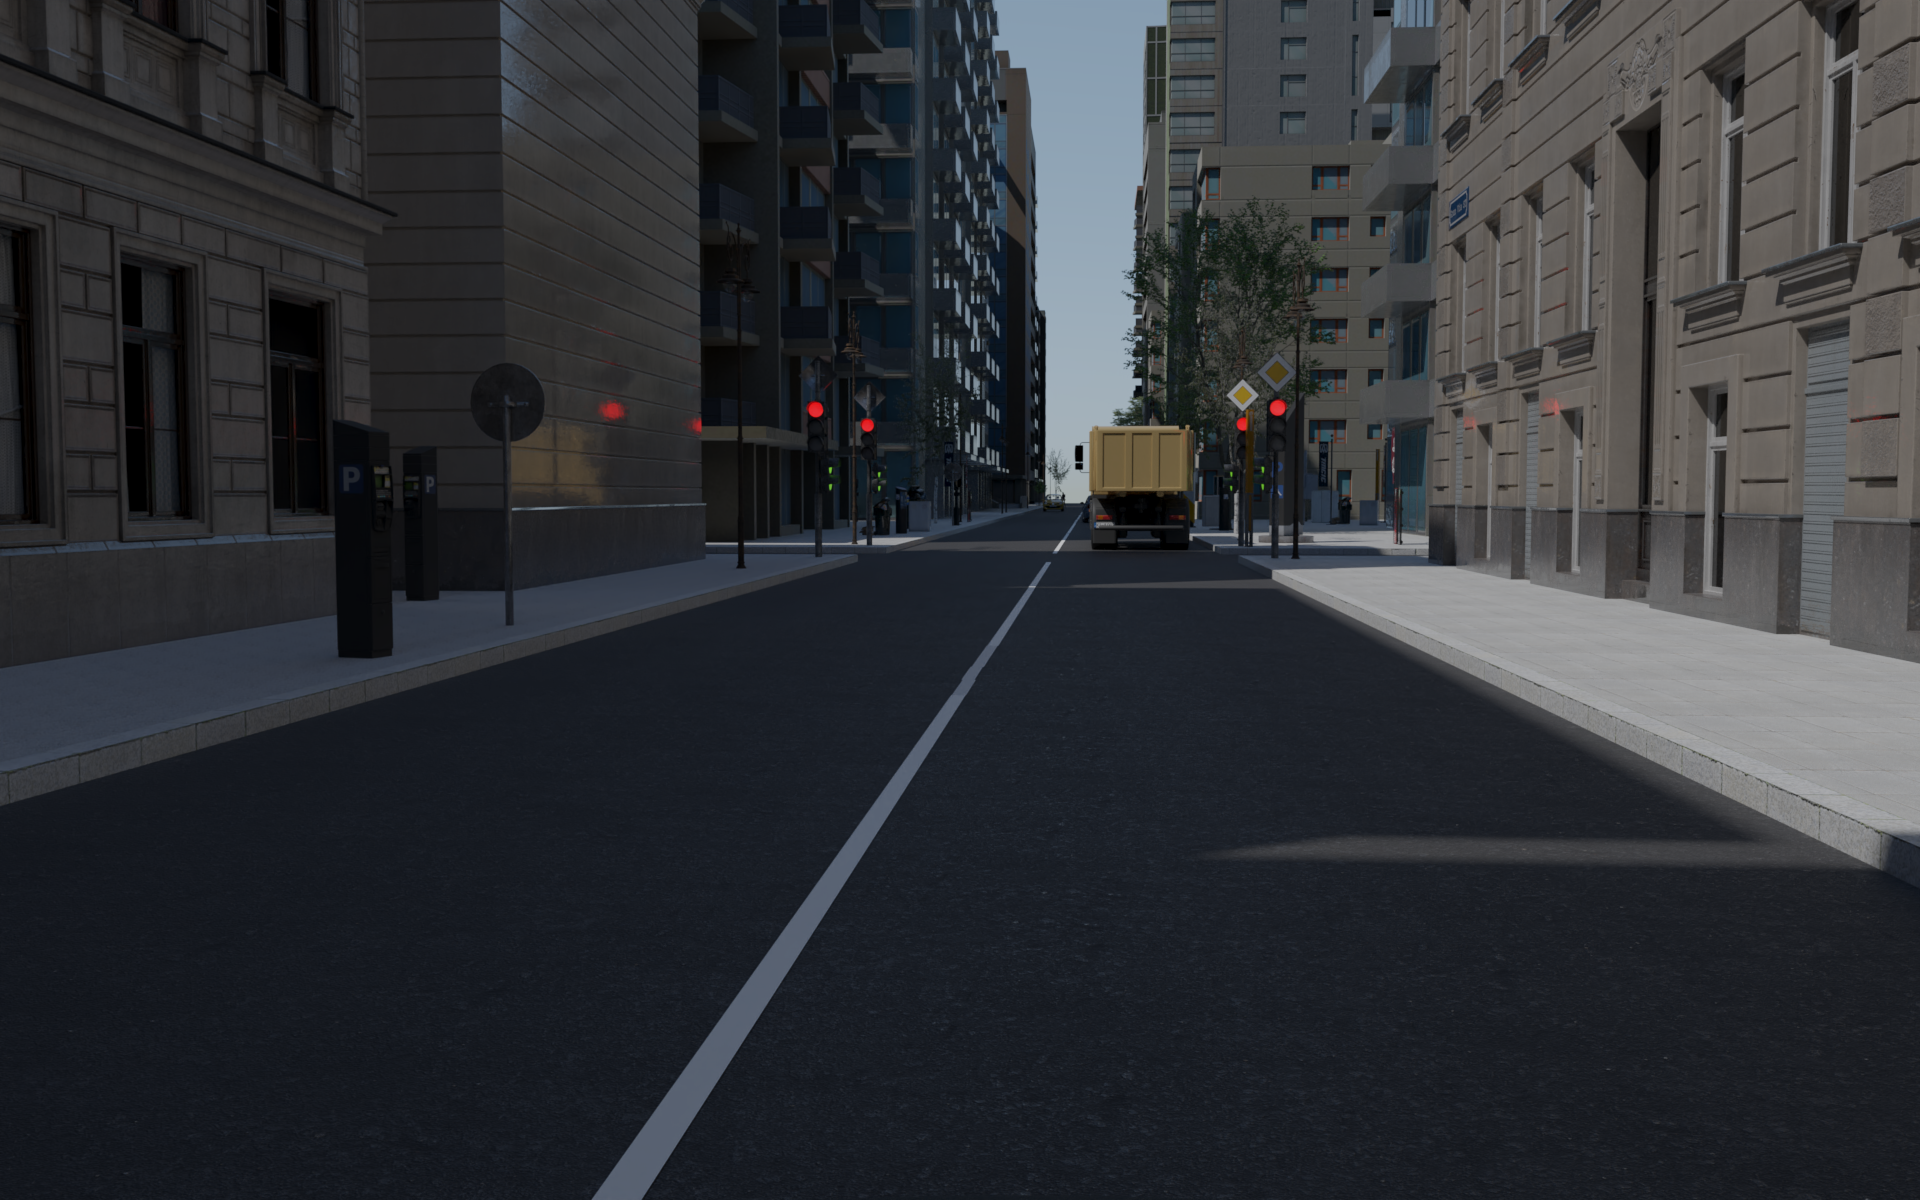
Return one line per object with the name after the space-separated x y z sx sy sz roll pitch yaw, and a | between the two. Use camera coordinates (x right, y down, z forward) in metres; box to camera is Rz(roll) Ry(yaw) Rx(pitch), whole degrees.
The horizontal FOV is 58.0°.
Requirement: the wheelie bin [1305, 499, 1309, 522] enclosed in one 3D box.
15.882 -4.462 80.862 0.693 1.594 0.980 -2 4 -31 | wheelie bin

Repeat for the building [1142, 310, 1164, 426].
32.880 -20.273 176.503 27.650 21.520 28.899 0 4 4 | building

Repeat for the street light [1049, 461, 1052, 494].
12.438 -16.251 238.485 0.468 5.910 1.993 0 4 4 | street light

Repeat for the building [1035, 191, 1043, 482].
-0.610 -37.920 239.602 23.786 49.044 30.456 0 4 4 | building

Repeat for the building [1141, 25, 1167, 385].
36.061 -50.510 264.082 20.563 71.187 20.611 0 4 4 | building

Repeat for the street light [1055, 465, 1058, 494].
15.234 -18.367 273.088 0.468 5.910 1.993 0 4 4 | street light

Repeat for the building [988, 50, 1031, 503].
0.192 -32.396 179.792 14.600 45.320 14.200 0 4 4 | building

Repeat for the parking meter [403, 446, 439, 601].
-6.493 -0.926 20.858 0.255 1.863 0.399 1 4 17 | parking meter

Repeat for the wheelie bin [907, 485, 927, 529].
-1.642 -3.423 63.877 0.693 1.594 0.980 2 4 28 | wheelie bin

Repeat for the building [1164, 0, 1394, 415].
31.426 -34.123 147.152 28.713 52.752 27.495 0 4 4 | building

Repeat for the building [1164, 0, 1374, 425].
22.066 -27.109 126.834 14.154 41.232 14.086 0 4 4 | building

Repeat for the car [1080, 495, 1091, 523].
7.105 -4.639 87.854 2.014 1.417 4.499 0 4 3 | car

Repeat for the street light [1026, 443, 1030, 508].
6.061 -11.138 154.887 0.468 5.910 1.993 0 4 4 | street light

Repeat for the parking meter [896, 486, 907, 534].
-1.900 -2.918 56.118 0.372 1.533 0.369 0 3 0 | parking meter

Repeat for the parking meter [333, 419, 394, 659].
-4.677 -0.482 13.599 0.399 1.863 0.255 1 4 19 | parking meter

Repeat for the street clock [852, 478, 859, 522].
-4.820 -4.614 80.004 0.358 2.002 0.471 0 4 4 | street clock

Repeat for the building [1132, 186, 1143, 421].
35.145 -35.815 240.192 22.147 44.769 28.867 0 4 4 | building

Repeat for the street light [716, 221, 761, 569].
-3.771 -3.479 29.667 0.468 5.910 1.993 0 4 4 | street light

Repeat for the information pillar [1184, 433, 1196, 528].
8.798 -4.585 66.311 0.504 3.616 0.183 3 5 40 | information pillar

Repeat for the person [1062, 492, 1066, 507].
11.111 -10.751 185.746 0.415 1.643 0.593 2 4 29 | person

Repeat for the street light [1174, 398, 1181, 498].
10.427 -6.705 82.422 0.468 5.910 1.993 0 4 4 | street light

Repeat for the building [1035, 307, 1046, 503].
5.820 -30.009 262.355 14.160 30.474 14.107 0 4 4 | building

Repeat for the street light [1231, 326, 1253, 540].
7.772 -4.591 47.852 0.468 5.910 1.993 0 4 4 | street light

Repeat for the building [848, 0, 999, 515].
-8.502 -31.460 133.979 23.786 49.044 30.456 0 4 4 | building

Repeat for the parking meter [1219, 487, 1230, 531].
9.297 -3.211 60.906 0.372 1.533 0.369 0 3 0 | parking meter

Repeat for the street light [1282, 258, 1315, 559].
6.639 -3.750 34.096 0.468 5.910 1.993 0 4 4 | street light

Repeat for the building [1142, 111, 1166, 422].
33.619 -36.161 214.933 21.300 48.544 21.600 0 4 4 | building

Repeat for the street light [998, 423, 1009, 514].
2.768 -8.586 113.170 0.468 5.910 1.993 0 4 4 | street light

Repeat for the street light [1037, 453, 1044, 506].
8.678 -13.276 189.853 0.468 5.910 1.993 0 4 4 | street light

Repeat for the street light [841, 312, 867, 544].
-2.688 -4.358 44.042 0.468 5.910 1.993 0 4 4 | street light

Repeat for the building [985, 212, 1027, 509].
-9.992 -28.730 161.618 32.217 40.220 23.993 0 4 4 | building

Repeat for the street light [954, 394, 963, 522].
0.024 -6.472 78.608 0.468 5.910 1.993 0 4 4 | street light

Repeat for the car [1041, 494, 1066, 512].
7.758 -8.143 143.359 2.015 1.641 3.980 0 4 5 | car

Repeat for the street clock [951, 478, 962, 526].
-0.150 -4.035 70.536 0.358 2.002 0.471 2 4 32 | street clock

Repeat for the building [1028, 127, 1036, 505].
-1.704 -36.082 213.645 21.300 48.544 21.600 0 4 4 | building

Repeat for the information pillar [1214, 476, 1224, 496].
10.423 -3.995 69.807 0.304 2.012 0.304 -2 4 -23 | information pillar
